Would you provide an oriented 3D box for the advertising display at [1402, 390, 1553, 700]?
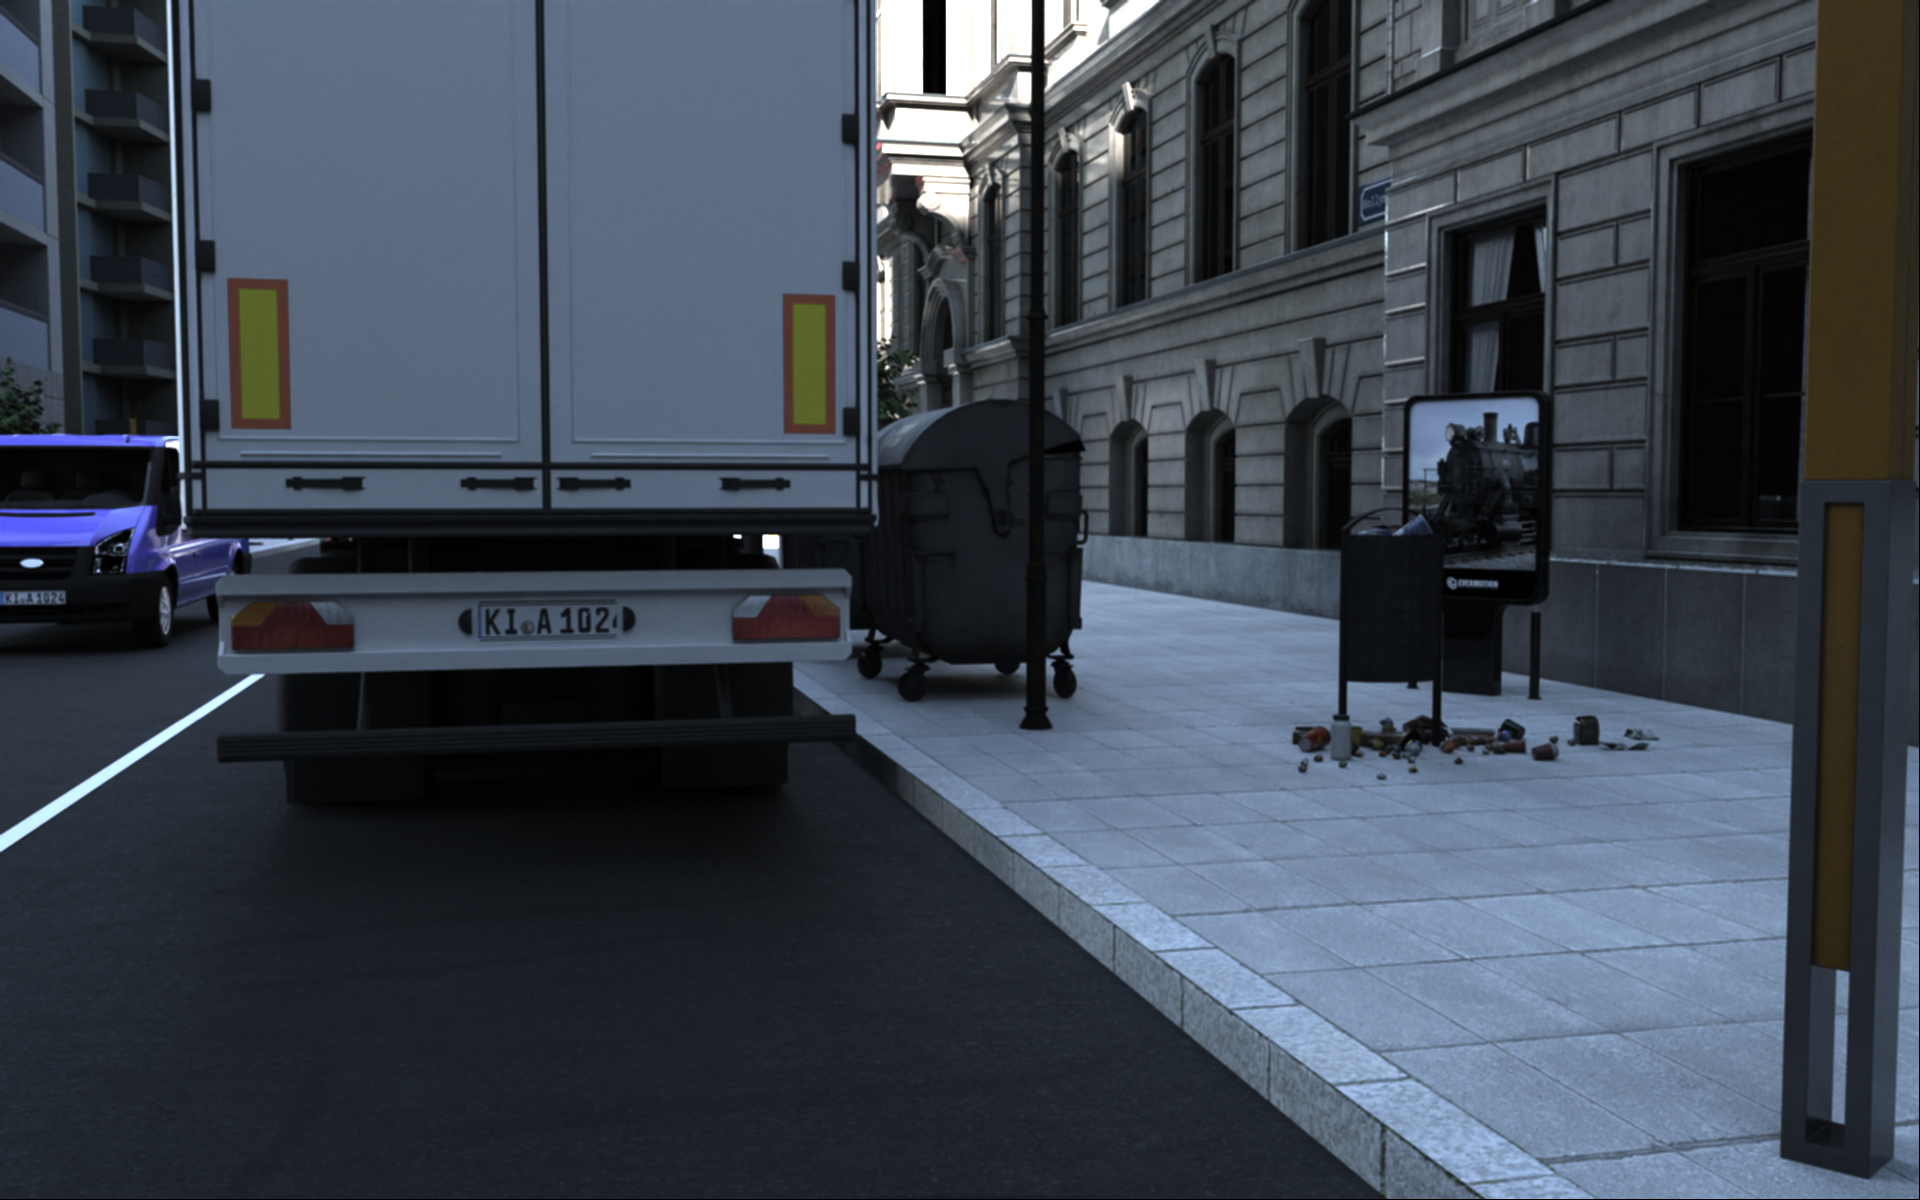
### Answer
[{"bbox_3d":[3.290,-0.359,11.089,0.974,1.923,0.123,3,5,44],"label":"advertising display"}]

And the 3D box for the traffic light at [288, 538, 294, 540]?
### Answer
[{"bbox_3d":[-18.724,-3.637,48.385,0.839,4.253,0.868,-1,4,-14],"label":"traffic light"}]

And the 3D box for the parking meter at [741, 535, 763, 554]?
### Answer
[{"bbox_3d":[-3.427,-1.231,28.532,0.372,1.533,0.369,0,3,0],"label":"parking meter"}]

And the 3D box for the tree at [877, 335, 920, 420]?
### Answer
[{"bbox_3d":[-2.328,-2.546,25.341,4.285,4.588,4.351,0,3,0],"label":"tree"}]

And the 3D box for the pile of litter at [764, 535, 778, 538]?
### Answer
[{"bbox_3d":[-4.899,-2.287,51.357,1.719,0.858,1.176,1,4,9],"label":"pile of litter"}]

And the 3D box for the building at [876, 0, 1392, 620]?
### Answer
[{"bbox_3d":[5.184,-13.084,33.000,14.460,24.649,34.723,-1,4,-14],"label":"building"}]

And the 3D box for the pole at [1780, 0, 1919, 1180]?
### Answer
[{"bbox_3d":[1.695,-0.575,3.246,0.158,3.312,0.155,0,3,0],"label":"pole"}]

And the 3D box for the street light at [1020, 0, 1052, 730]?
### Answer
[{"bbox_3d":[0.417,-2.234,9.320,0.468,5.910,1.993,-1,4,-14],"label":"street light"}]

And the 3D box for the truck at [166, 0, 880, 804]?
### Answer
[{"bbox_3d":[-2.832,-1.382,11.517,2.839,4.237,11.283,-1,4,-14],"label":"truck"}]

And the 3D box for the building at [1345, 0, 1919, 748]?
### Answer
[{"bbox_3d":[10.121,-8.674,6.451,10.561,19.102,19.286,-1,4,-14],"label":"building"}]

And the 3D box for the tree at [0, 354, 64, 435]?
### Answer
[{"bbox_3d":[-13.089,-1.806,24.134,1.663,3.219,1.824,0,3,0],"label":"tree"}]

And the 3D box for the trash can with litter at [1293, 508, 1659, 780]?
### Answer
[{"bbox_3d":[2.575,0.145,8.680,2.233,1.210,1.678,-1,4,-9],"label":"trash can with litter"}]

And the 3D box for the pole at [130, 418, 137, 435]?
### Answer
[{"bbox_3d":[-22.281,-3.236,46.757,0.158,3.312,0.155,0,3,0],"label":"pole"}]

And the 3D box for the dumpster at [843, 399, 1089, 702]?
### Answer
[{"bbox_3d":[0.037,-0.348,11.447,1.264,1.857,1.865,-1,4,-14],"label":"dumpster"}]

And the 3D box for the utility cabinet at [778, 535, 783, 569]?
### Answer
[{"bbox_3d":[-1.353,-0.410,17.861,1.020,1.237,0.306,-1,4,-10],"label":"utility cabinet"}]

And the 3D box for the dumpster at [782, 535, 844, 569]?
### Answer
[{"bbox_3d":[-0.782,-0.515,14.179,1.264,1.857,1.865,-1,4,-14],"label":"dumpster"}]

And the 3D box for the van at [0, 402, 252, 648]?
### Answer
[{"bbox_3d":[-8.733,-0.816,17.719,2.240,2.365,5.245,-1,4,-13],"label":"van"}]

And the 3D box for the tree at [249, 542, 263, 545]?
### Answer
[{"bbox_3d":[-18.015,-2.995,43.564,1.663,3.219,1.824,0,3,0],"label":"tree"}]

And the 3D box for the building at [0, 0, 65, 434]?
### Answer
[{"bbox_3d":[-32.887,-29.853,30.093,28.212,58.520,21.231,-1,4,-14],"label":"building"}]

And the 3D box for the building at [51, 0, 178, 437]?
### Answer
[{"bbox_3d":[-40.670,-25.420,70.249,22.147,44.769,28.867,-1,4,-14],"label":"building"}]
